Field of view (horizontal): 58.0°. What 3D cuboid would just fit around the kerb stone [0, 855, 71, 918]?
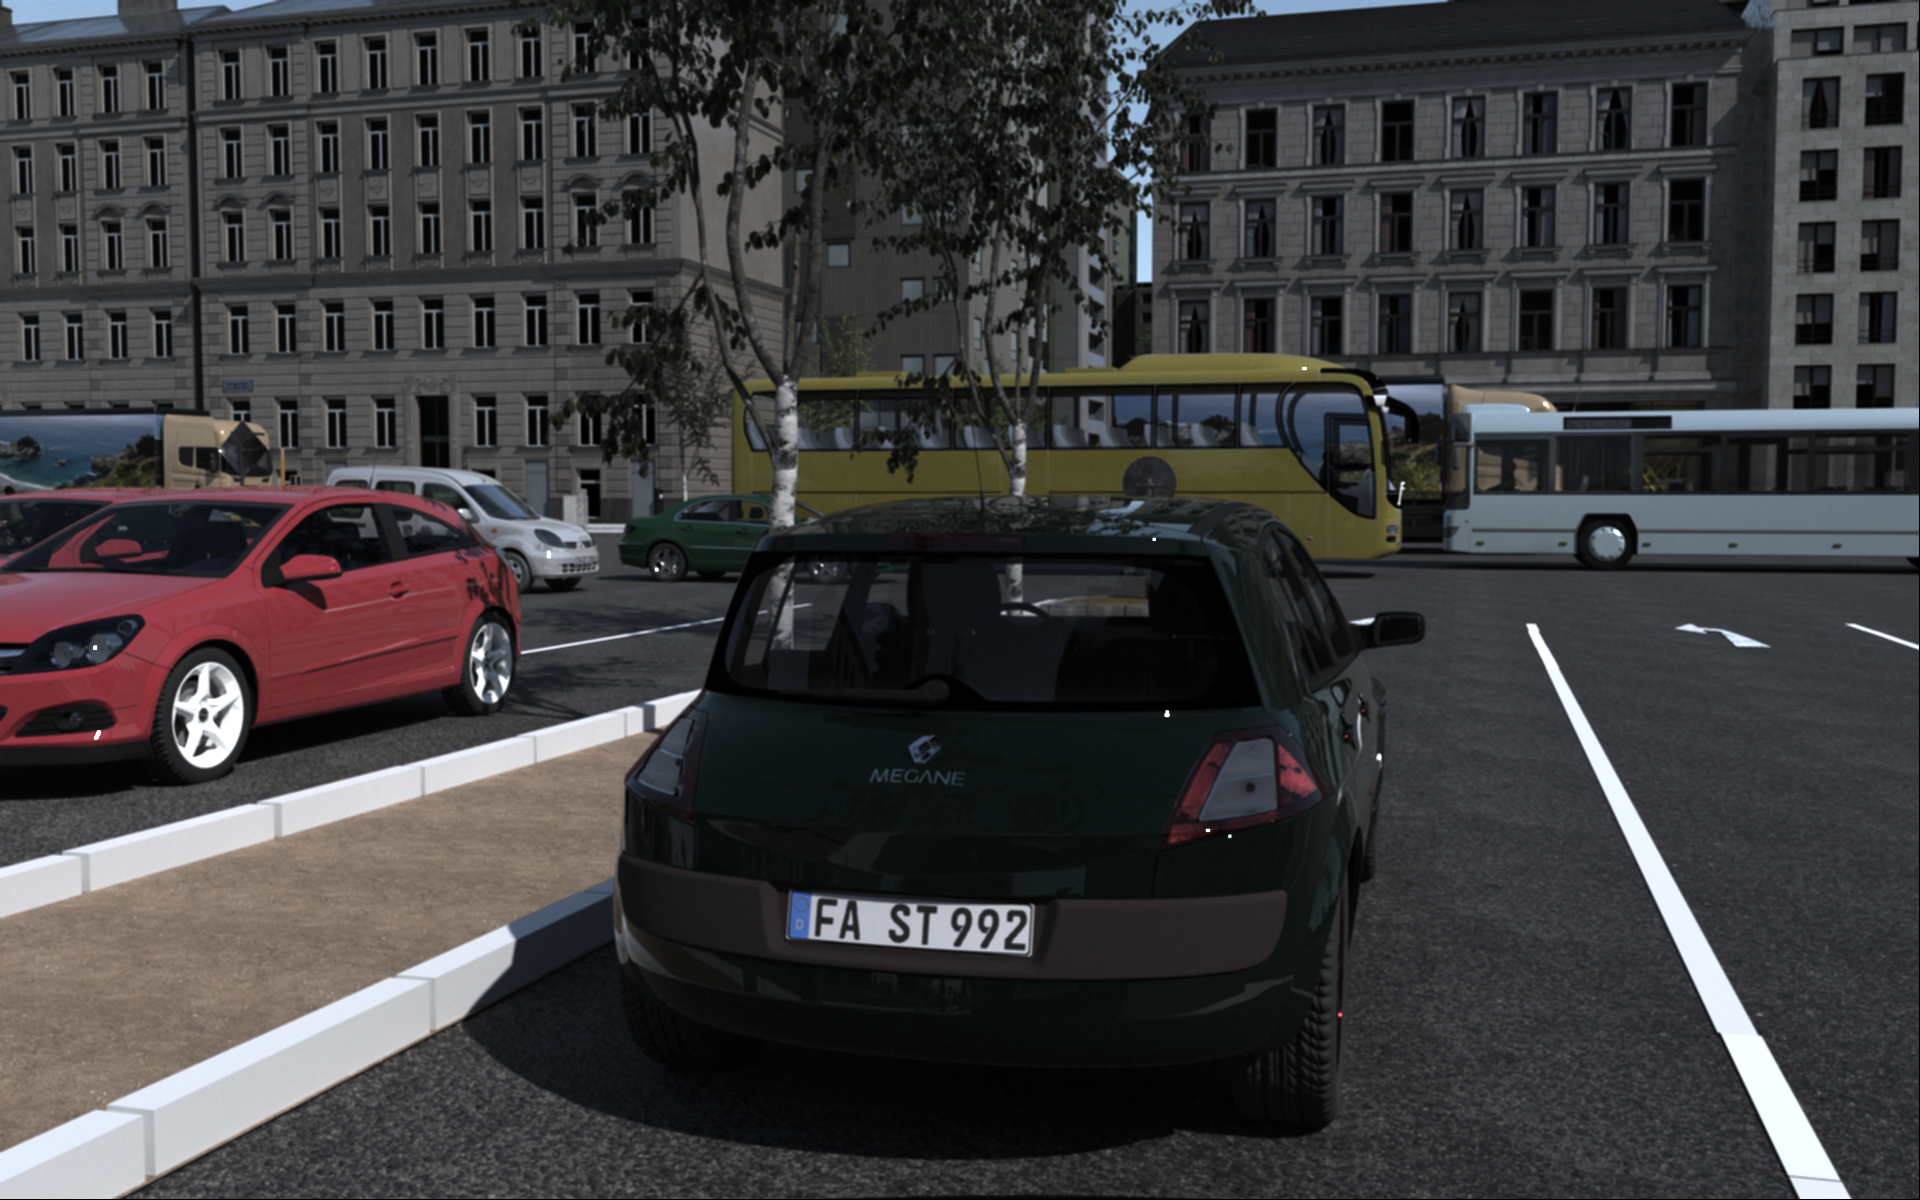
[{"bbox_3d":[-3.318,1.014,5.690,0.120,0.150,1.000,1,4,16],"label":"kerb stone"}]

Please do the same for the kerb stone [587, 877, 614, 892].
[{"bbox_3d":[-1.021,0.988,6.076,0.120,0.150,1.000,1,4,16],"label":"kerb stone"}]

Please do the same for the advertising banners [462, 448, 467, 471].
[{"bbox_3d":[-18.533,-4.242,65.536,0.090,3.025,2.074,-2,4,-30],"label":"advertising banners"}]

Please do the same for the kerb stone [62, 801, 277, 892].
[{"bbox_3d":[-3.029,0.950,6.688,0.120,0.150,1.000,1,4,16],"label":"kerb stone"}]

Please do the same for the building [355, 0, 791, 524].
[{"bbox_3d":[-21.777,-17.380,81.424,25.104,27.353,12.463,1,4,16],"label":"building"}]

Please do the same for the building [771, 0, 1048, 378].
[{"bbox_3d":[-8.632,-33.480,136.635,28.713,52.752,27.495,1,4,16],"label":"building"}]

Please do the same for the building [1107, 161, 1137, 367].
[{"bbox_3d":[12.460,-37.845,242.471,21.600,48.544,21.300,1,4,16],"label":"building"}]

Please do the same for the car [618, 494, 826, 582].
[{"bbox_3d":[-3.211,-1.024,28.539,4.920,1.459,2.131,1,4,18],"label":"car"}]

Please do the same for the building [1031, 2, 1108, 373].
[{"bbox_3d":[-0.951,-37.865,161.086,28.212,58.520,21.231,1,4,16],"label":"building"}]

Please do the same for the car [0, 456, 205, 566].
[{"bbox_3d":[-6.838,-0.259,13.281,2.155,1.783,4.494,1,4,15],"label":"car"}]

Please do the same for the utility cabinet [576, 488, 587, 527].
[{"bbox_3d":[-14.687,-3.589,67.351,0.318,1.500,1.173,0,4,-7],"label":"utility cabinet"}]

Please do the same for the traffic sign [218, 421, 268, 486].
[{"bbox_3d":[-9.837,-1.231,23.765,0.795,2.450,0.064,1,4,16],"label":"traffic sign"}]

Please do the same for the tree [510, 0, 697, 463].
[{"bbox_3d":[-0.915,-3.460,9.389,4.360,8.622,3.978,0,3,0],"label":"tree"}]

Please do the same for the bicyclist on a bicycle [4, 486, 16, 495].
[{"bbox_3d":[-22.056,-1.842,40.139,1.625,1.676,1.499,1,4,17],"label":"bicyclist on a bicycle"}]

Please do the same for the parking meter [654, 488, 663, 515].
[{"bbox_3d":[-12.281,-3.800,70.544,0.372,1.533,0.369,0,3,0],"label":"parking meter"}]

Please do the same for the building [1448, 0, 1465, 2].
[{"bbox_3d":[72.989,-47.977,222.667,20.611,71.187,20.563,1,4,16],"label":"building"}]

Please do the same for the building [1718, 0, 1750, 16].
[{"bbox_3d":[92.980,-47.667,217.611,20.611,71.187,20.563,1,4,16],"label":"building"}]

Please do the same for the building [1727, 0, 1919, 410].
[{"bbox_3d":[38.074,-12.764,63.451,16.860,20.320,10.420,1,4,16],"label":"building"}]

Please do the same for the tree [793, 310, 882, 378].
[{"bbox_3d":[-5.005,-7.236,68.675,4.737,8.622,4.395,0,3,0],"label":"tree"}]

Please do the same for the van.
[{"bbox_3d":[-7.423,-1.146,25.746,4.112,2.044,2.013,1,4,16],"label":"van"}]

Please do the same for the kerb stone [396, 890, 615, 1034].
[{"bbox_3d":[-1.309,1.047,5.090,0.120,0.150,1.000,1,4,16],"label":"kerb stone"}]

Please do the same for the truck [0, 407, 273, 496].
[{"bbox_3d":[-27.635,-4.204,57.641,11.283,4.237,2.839,1,4,18],"label":"truck"}]

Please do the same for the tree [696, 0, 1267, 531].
[{"bbox_3d":[0.517,-3.792,14.815,4.360,8.622,3.978,0,3,0],"label":"tree"}]

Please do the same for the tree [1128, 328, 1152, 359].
[{"bbox_3d":[15.706,-13.028,119.671,9.857,13.997,8.962,0,3,0],"label":"tree"}]

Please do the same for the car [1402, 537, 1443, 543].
[{"bbox_3d":[11.826,-1.980,44.954,3.894,1.354,1.945,1,4,14],"label":"car"}]

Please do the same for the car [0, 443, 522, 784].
[{"bbox_3d":[-4.248,-0.061,10.042,2.155,1.783,4.494,1,4,14],"label":"car"}]

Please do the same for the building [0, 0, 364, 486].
[{"bbox_3d":[-45.693,-17.848,89.071,25.104,27.353,12.463,1,4,16],"label":"building"}]

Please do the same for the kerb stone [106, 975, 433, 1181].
[{"bbox_3d":[-1.596,1.106,4.104,0.120,0.150,1.000,1,4,16],"label":"kerb stone"}]

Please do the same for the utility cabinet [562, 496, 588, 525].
[{"bbox_3d":[-16.110,-3.754,72.547,1.020,1.237,0.306,-1,4,-20],"label":"utility cabinet"}]

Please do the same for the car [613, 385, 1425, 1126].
[{"bbox_3d":[0.428,0.263,5.479,2.009,1.686,4.222,1,4,15],"label":"car"}]

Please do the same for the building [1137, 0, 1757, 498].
[{"bbox_3d":[10.028,-13.522,72.000,40.483,20.767,10.553,1,4,16],"label":"building"}]

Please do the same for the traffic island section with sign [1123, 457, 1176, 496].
[{"bbox_3d":[2.135,-0.762,20.603,2.006,1.907,1.989,1,4,16],"label":"traffic island section with sign"}]

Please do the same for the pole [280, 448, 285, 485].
[{"bbox_3d":[-29.947,-5.063,76.620,0.158,3.312,0.155,0,3,0],"label":"pole"}]

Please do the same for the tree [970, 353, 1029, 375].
[{"bbox_3d":[1.439,-8.547,90.098,4.737,8.622,4.395,0,3,0],"label":"tree"}]

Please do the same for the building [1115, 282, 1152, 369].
[{"bbox_3d":[28.587,-28.309,234.551,14.107,30.474,14.160,1,4,16],"label":"building"}]

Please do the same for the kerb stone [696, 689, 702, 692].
[{"bbox_3d":[-1.590,0.652,11.646,0.120,0.150,1.000,1,4,16],"label":"kerb stone"}]

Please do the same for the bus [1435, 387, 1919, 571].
[{"bbox_3d":[15.036,-2.301,32.477,13.247,3.499,2.948,1,4,16],"label":"bus"}]

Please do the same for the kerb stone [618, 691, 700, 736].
[{"bbox_3d":[-1.873,0.706,10.659,0.120,0.150,1.000,1,4,16],"label":"kerb stone"}]

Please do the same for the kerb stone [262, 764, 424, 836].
[{"bbox_3d":[-2.734,0.888,7.687,0.120,0.150,1.000,1,4,16],"label":"kerb stone"}]

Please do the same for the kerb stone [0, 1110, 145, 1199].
[{"bbox_3d":[-1.883,1.167,3.117,0.120,0.150,1.000,1,4,16],"label":"kerb stone"}]

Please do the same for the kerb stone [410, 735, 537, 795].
[{"bbox_3d":[-2.445,0.831,8.678,0.120,0.150,1.000,1,4,16],"label":"kerb stone"}]

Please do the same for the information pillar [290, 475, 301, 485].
[{"bbox_3d":[-25.763,-3.836,67.209,0.304,2.012,0.304,2,4,24],"label":"information pillar"}]

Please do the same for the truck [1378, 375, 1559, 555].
[{"bbox_3d":[9.467,-3.275,42.452,11.283,4.237,2.839,1,4,14],"label":"truck"}]

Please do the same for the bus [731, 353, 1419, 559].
[{"bbox_3d":[1.987,-2.442,31.474,12.252,3.916,2.896,1,4,15],"label":"bus"}]

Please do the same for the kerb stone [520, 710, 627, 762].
[{"bbox_3d":[-2.160,0.766,9.664,0.120,0.150,1.000,1,4,16],"label":"kerb stone"}]
